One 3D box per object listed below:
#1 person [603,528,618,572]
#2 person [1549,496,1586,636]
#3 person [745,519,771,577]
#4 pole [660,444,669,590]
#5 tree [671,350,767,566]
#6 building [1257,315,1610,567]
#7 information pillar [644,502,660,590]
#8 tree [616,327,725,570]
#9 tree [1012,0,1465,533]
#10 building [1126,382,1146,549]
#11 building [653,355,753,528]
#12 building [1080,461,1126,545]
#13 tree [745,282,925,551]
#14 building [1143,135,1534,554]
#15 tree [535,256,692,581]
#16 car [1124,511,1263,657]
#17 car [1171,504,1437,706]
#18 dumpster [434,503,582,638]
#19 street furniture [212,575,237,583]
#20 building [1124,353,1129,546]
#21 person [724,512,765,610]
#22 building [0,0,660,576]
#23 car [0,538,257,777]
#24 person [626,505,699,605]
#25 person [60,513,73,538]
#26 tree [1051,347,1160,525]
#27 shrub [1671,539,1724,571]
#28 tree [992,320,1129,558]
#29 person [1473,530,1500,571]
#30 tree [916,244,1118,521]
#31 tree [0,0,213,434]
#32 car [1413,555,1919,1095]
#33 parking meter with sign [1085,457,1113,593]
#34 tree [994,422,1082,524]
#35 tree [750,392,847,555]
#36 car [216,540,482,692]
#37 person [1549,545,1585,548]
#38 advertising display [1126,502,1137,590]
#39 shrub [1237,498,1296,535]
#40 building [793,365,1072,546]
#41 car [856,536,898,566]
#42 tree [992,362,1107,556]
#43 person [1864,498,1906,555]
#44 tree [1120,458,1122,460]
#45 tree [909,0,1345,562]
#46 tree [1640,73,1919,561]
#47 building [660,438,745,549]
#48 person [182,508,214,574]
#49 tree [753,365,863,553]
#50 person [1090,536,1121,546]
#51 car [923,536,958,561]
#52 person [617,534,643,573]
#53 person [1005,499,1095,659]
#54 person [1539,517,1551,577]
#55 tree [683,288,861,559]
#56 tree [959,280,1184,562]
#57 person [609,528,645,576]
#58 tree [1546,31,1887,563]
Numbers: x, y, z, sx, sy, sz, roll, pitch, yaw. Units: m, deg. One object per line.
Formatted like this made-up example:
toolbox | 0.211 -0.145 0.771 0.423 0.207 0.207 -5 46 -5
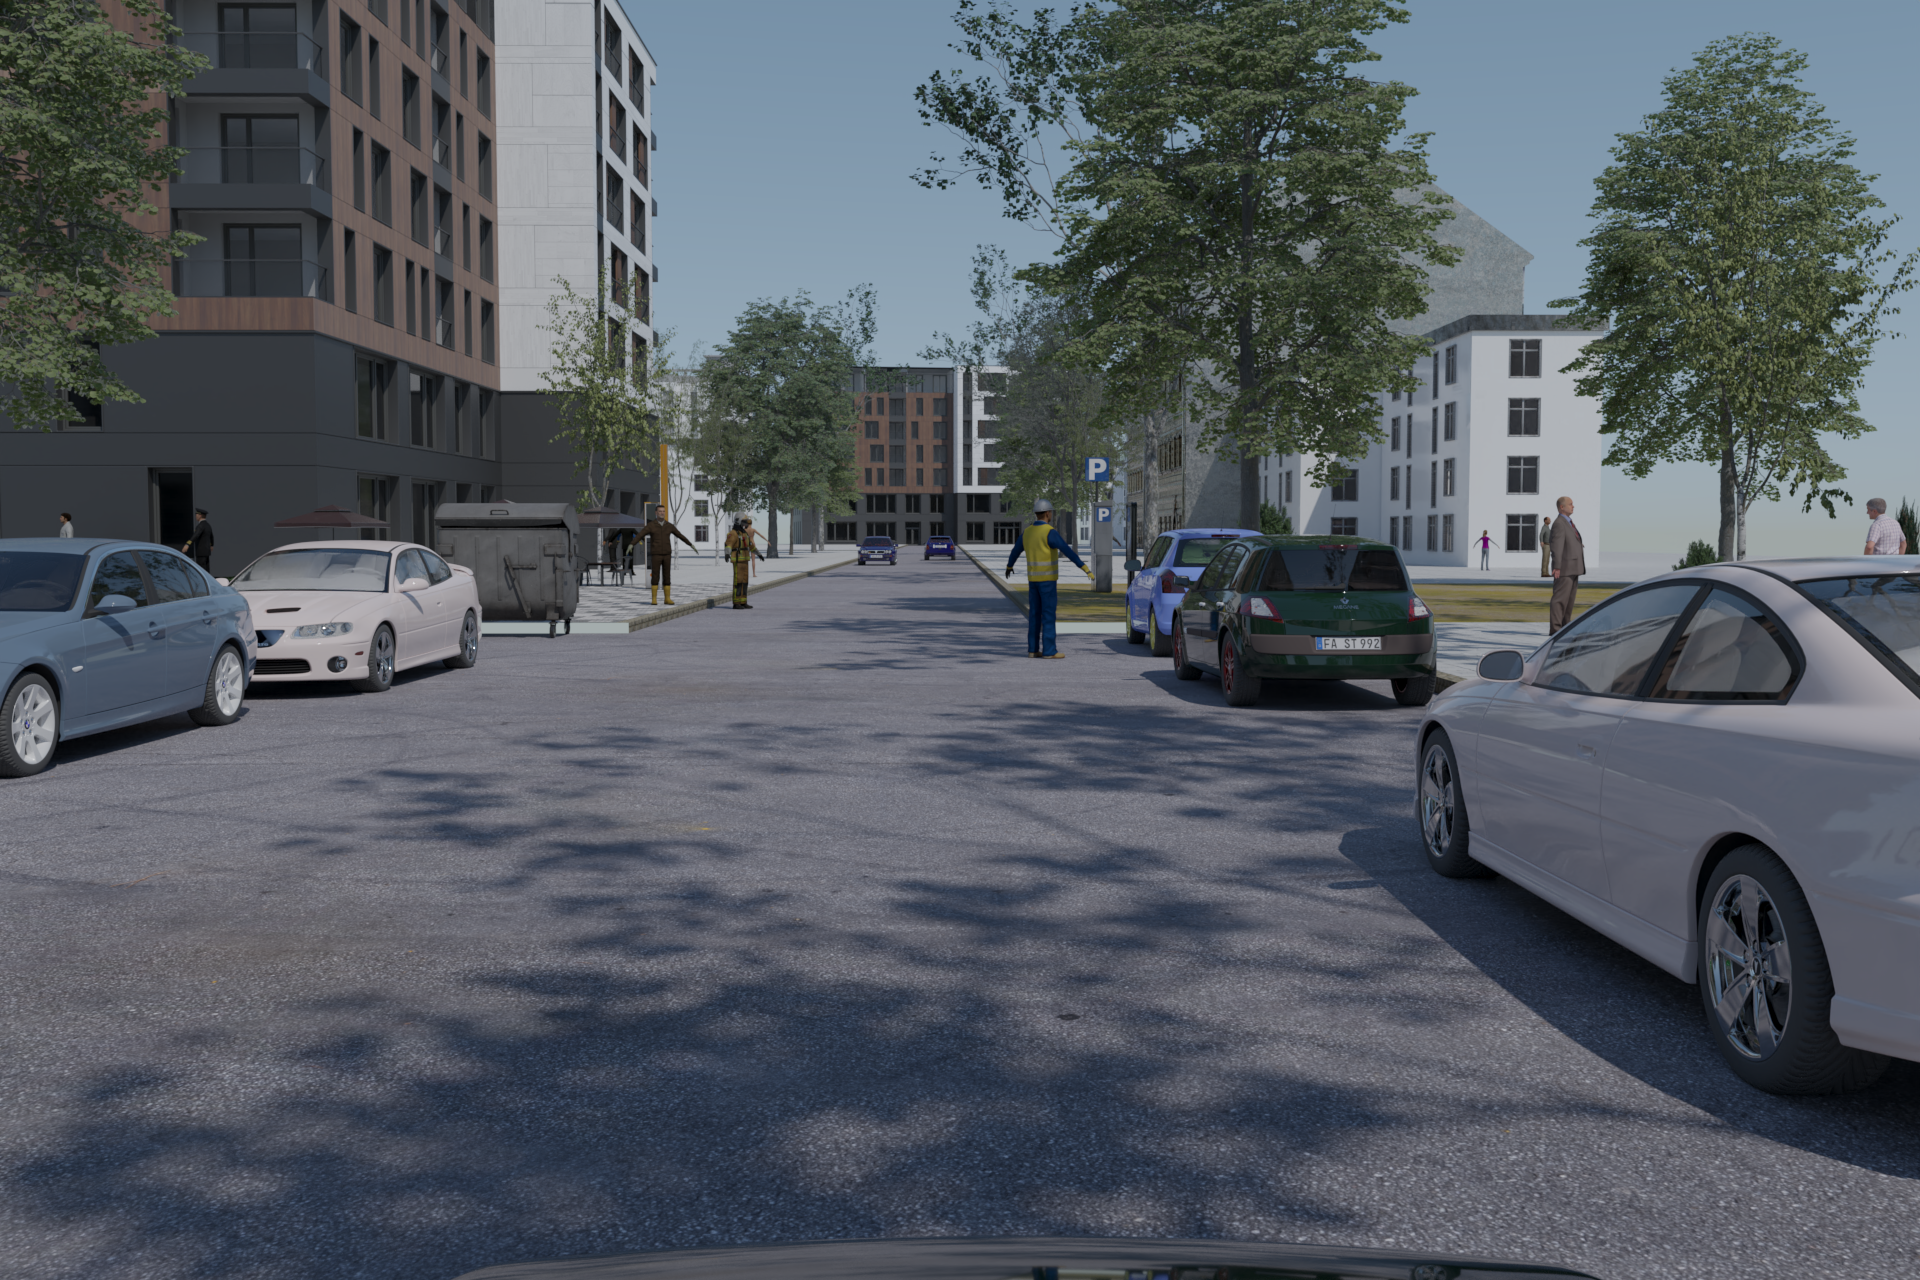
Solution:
person | -11.696 -3.178 58.181 0.704 1.802 1.346 0 4 8
person | 7.666 -0.930 21.809 0.434 1.755 0.990 3 5 40
person | -6.229 -2.734 51.500 1.217 1.733 0.721 0 4 5
pole | -6.736 -2.793 39.513 0.158 3.312 0.155 0 3 0
tree | -9.693 -7.261 69.086 4.360 8.622 3.978 0 3 0
building | 20.230 -8.455 80.384 9.099 9.664 28.070 0 3 0
information pillar | -7.125 -2.180 40.143 0.304 2.012 0.304 0 3 0
tree | -10.108 -6.816 61.800 4.360 8.622 3.978 0 3 0
tree | 4.770 -6.826 29.739 7.486 12.596 7.792 0 3 0
building | 24.688 -19.562 150.767 19.493 23.208 18.063 0 3 0
building | -28.568 -20.042 184.111 16.016 20.090 11.380 0 4 0
building | 19.243 -15.646 197.967 9.099 9.664 28.070 0 4 -1
tree | -9.122 -16.742 129.618 12.611 20.169 13.585 0 3 0
building | 21.356 -16.662 103.355 19.493 23.208 18.063 0 4 -1
tree | -9.657 -5.913 47.048 4.737 8.622 4.395 0 3 0
car | 3.048 -0.731 21.547 1.945 1.707 3.694 0 4 -1
car | 3.025 -0.370 15.833 2.009 1.686 4.222 0 4 -2
dumpster | -6.316 -0.980 24.236 1.865 1.857 1.264 0 4 -1
street furniture | -14.569 -0.930 30.831 5.734 0.657 10.072 0 4 -7
building | 21.953 -19.565 176.312 16.016 20.090 11.380 0 4 0
person | -4.158 -1.515 33.002 0.705 1.858 1.354 2 4 24
building | -26.938 -13.178 59.441 27.936 21.610 32.646 0 4 -1
car | -6.340 0.017 11.725 2.014 1.417 4.499 0 3 0
person | -5.400 -1.541 31.329 1.346 1.812 0.704 -2 4 -26
person | -22.113 -2.240 42.818 0.705 1.806 1.347 -2 4 -33
tree | 5.133 -7.109 66.599 4.360 8.622 3.978 0 3 0
shrub | 14.849 -1.449 34.813 1.383 1.207 1.383 0 3 0
tree | 5.460 -10.651 92.276 7.486 12.596 7.792 0 3 0
person | 18.461 -3.151 60.784 0.991 1.433 0.599 3 5 42
tree | 3.740 -15.812 114.422 12.611 20.169 13.585 0 3 0
tree | -12.613 -6.249 20.306 7.486 12.596 7.792 0 3 0
car | 2.936 0.400 5.817 2.083 1.381 4.827 0 4 -1
parking meter with sign | 3.139 -2.589 38.592 0.543 3.016 1.738 0 4 -2
tree | 5.793 -12.839 128.040 7.486 12.596 7.792 0 3 0
tree | -10.064 -10.483 105.815 8.767 10.594 7.601 3 5 45
car | -6.144 -0.295 17.180 2.083 1.381 4.827 0 3 0
person | 16.326 -2.501 46.743 1.347 1.847 0.705 -2 4 -31
advertising display | 3.482 -1.835 35.210 0.123 1.923 0.974 0 4 -1
shrub | 6.558 -2.042 37.421 1.661 2.075 1.752 0 3 0
building | -4.473 -22.910 221.008 32.646 21.610 27.936 -1 4 -8
car | -3.804 -4.119 79.931 1.945 1.354 3.894 0 4 -1
tree | 5.433 -10.738 101.318 9.928 11.665 9.643 0 3 0
person | 10.893 -0.831 20.561 0.756 1.711 0.436 -1 4 -23
tree | 20.784 -18.172 222.869 9.928 11.665 9.643 0 3 0
tree | 4.293 -11.729 47.656 12.611 20.169 13.585 0 3 0
tree | 12.873 -4.753 28.074 4.737 8.622 4.395 0 3 0
building | -25.030 -13.678 165.775 9.099 9.664 28.070 0 3 0
person | -16.178 -1.896 36.928 0.705 1.837 1.347 0 4 0
tree | -10.289 -12.146 116.708 7.486 12.596 7.792 0 3 0
person | 4.305 -2.792 51.773 1.348 1.813 0.705 -3 5 -44
car | -1.092 -5.052 95.178 1.945 1.354 3.894 0 4 0
person | -10.822 -3.067 56.617 1.216 1.772 0.721 3 5 39
person | 0.976 -0.707 19.983 1.349 1.833 0.705 3 5 45
person | 17.384 -2.752 51.272 0.705 1.796 1.348 3 4 38
tree | -9.917 -11.233 90.311 9.857 13.997 8.962 0 3 0
tree | 5.159 -10.323 79.158 12.009 13.543 11.850 0 3 0
person | -10.205 -2.880 53.276 1.347 1.806 0.705 1 4 12
tree | 17.516 -7.464 40.169 7.486 12.596 7.792 0 3 0
